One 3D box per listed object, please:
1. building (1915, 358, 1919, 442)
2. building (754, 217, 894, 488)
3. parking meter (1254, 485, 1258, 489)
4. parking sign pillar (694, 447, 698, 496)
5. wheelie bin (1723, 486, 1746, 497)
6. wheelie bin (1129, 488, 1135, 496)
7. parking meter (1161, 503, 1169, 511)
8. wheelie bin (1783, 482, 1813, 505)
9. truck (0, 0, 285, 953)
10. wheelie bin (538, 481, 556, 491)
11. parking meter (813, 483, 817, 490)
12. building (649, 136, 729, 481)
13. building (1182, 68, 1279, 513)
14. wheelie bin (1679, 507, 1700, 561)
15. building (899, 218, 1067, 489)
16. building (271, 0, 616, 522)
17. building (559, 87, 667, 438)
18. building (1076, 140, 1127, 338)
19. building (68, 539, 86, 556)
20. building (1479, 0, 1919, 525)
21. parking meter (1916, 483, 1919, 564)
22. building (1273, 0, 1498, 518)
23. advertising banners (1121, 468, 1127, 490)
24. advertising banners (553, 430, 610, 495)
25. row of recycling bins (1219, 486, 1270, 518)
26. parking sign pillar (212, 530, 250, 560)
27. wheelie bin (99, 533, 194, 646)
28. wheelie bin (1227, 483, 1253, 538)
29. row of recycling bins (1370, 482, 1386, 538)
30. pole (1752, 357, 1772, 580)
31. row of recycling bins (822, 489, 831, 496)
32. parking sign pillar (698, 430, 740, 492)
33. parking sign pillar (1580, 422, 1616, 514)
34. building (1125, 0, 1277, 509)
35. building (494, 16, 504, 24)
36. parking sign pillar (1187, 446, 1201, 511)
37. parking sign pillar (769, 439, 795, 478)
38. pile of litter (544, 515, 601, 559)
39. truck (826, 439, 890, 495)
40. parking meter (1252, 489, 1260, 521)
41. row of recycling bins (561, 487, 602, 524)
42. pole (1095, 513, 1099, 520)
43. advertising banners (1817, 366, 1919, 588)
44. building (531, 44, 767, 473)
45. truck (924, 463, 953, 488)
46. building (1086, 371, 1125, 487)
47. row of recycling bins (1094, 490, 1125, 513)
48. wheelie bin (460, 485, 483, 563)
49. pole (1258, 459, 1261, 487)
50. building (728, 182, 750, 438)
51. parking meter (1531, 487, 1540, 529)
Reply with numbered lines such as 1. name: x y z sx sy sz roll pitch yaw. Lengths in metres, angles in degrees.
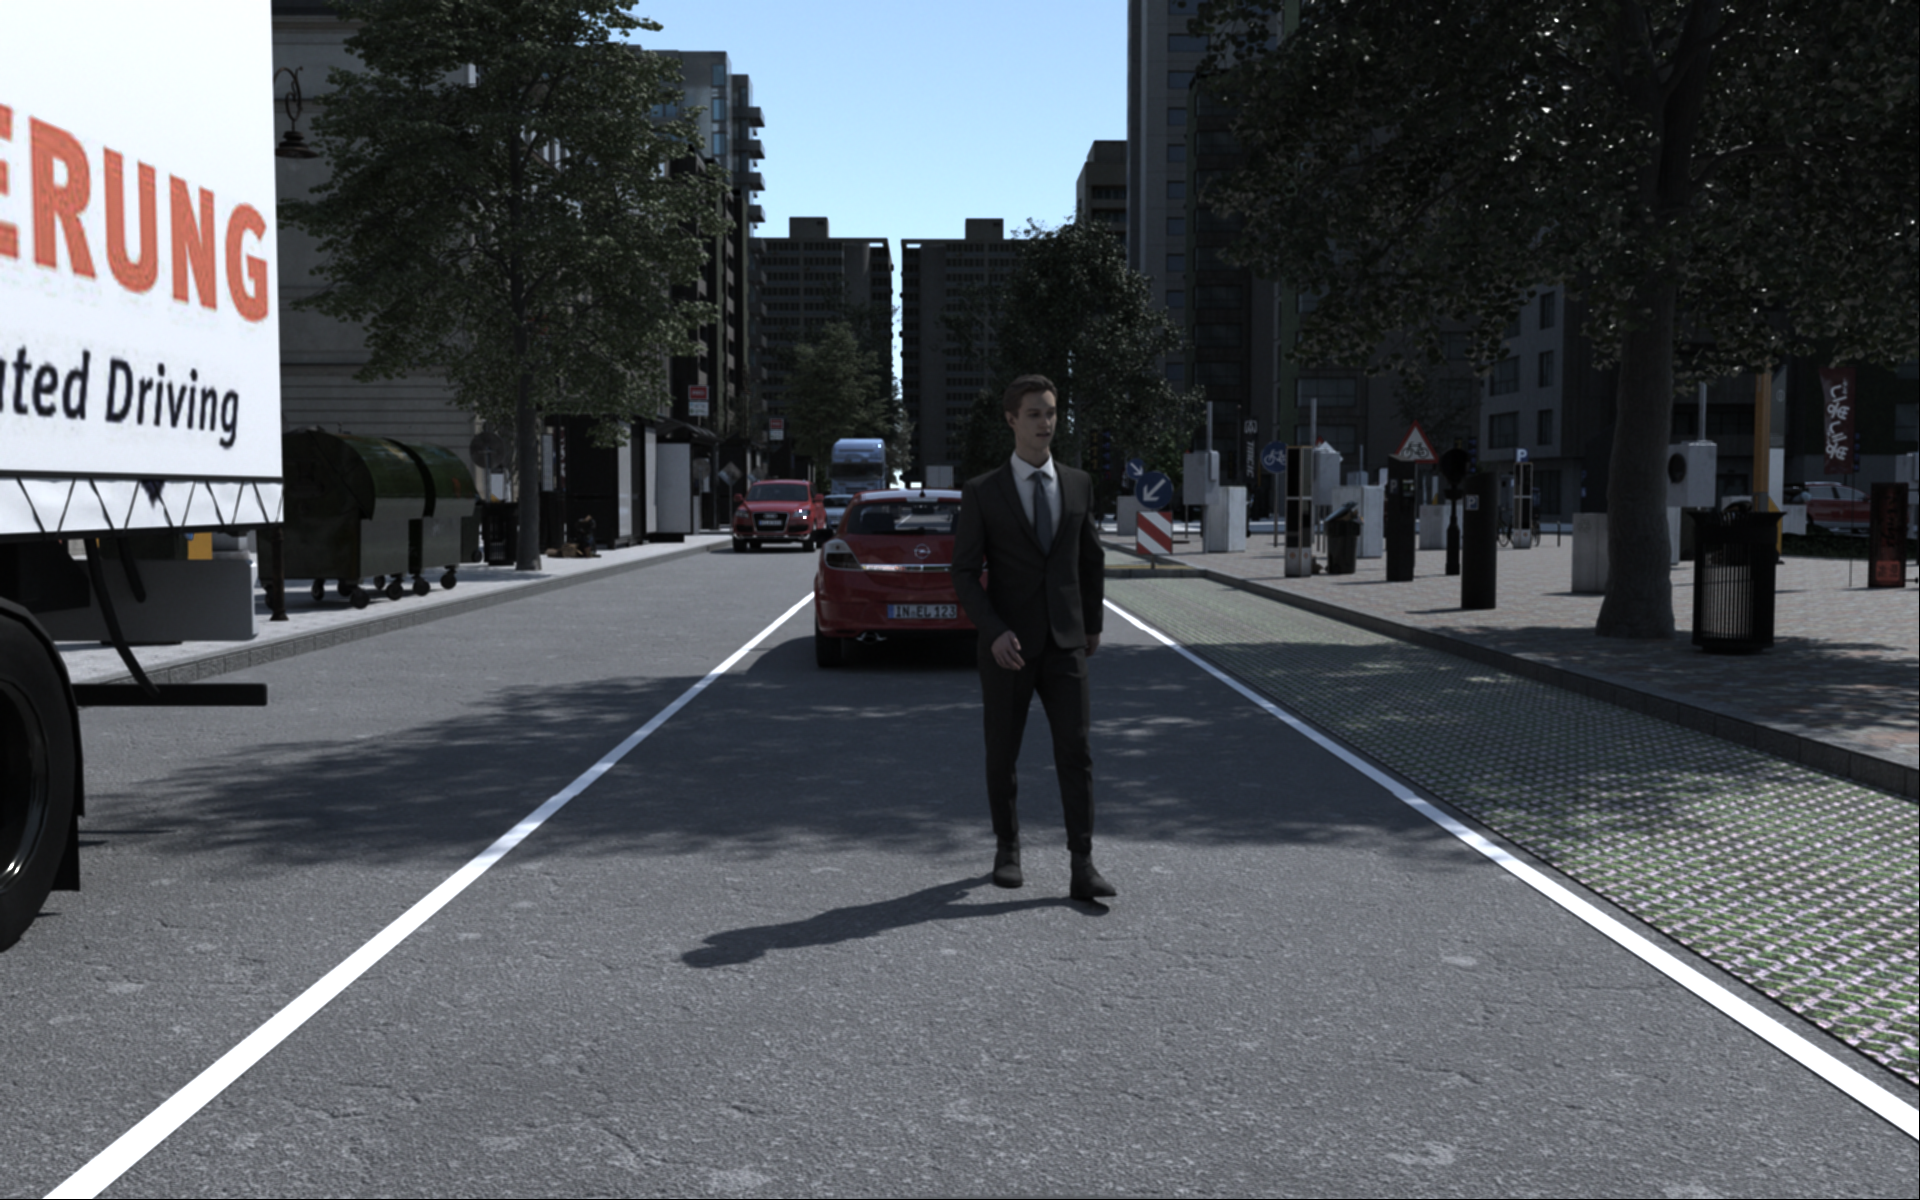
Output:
1. building: 60.933 -30.410 86.437 27.495 52.752 28.713 0 4 -1
2. building: -21.422 -33.867 245.610 23.993 40.220 32.217 0 4 -1
3. parking meter: 18.736 -6.330 109.210 0.399 1.863 0.255 2 4 27
4. parking sign pillar: -14.477 -6.747 98.782 1.447 3.967 1.447 0 4 -7
5. wheelie bin: 30.018 -3.620 67.097 0.693 1.594 0.980 -2 4 -33
6. wheelie bin: 9.264 -5.167 92.388 0.980 1.594 0.693 2 4 34
7. parking meter: 10.647 -4.983 89.884 0.372 1.533 0.369 0 3 0
8. wheelie bin: 21.803 -2.293 45.393 0.980 1.594 0.693 2 4 26
9. truck: -4.076 -0.796 1.936 2.839 4.237 11.283 0 4 -1
10. wheelie bin: -10.442 -2.170 43.385 0.693 1.594 0.980 0 4 1
11. parking meter: -7.673 -5.206 90.834 0.255 1.863 0.399 1 4 19
12. building: -27.300 -22.686 142.624 14.160 30.474 14.107 0 4 -1
13. building: 22.500 -21.390 121.423 14.160 30.474 14.107 0 4 -1
14. wheelie bin: 14.001 -1.571 33.586 0.693 1.594 0.980 2 4 34
15. building: 3.410 -33.943 246.846 23.993 40.220 32.217 0 4 -1
16. building: -27.623 -15.439 85.717 16.112 22.955 30.059 0 4 -1
17. building: -26.374 -17.904 110.747 12.078 24.808 19.932 0 4 -1
18. building: 26.864 -37.707 240.211 21.600 48.544 21.300 0 4 -1
19. building: -26.813 -11.095 36.154 16.860 20.320 10.420 0 4 -1
20. building: 32.268 -18.667 76.910 14.107 30.474 14.160 0 4 -1
21. parking meter: 17.660 -1.415 31.553 0.372 1.533 0.369 0 3 0
22. building: 25.125 -25.412 99.073 14.154 41.232 14.086 0 4 -1
23. advertising banners: 10.094 -7.207 114.029 2.074 3.025 0.090 -1 4 -10
24. advertising banners: -10.104 -3.096 46.807 2.074 3.025 0.090 1 4 21
25. row of recycling bins: 15.065 -5.285 93.524 3.534 1.692 1.069 -1 4 -22
26. parking sign pillar: -14.544 -2.751 33.454 1.447 3.967 1.447 0 4 -1
27. wheelie bin: -7.027 -0.425 14.863 0.980 1.594 0.693 -1 4 -14
28. wheelie bin: 8.134 -2.641 51.095 0.980 1.594 0.693 -1 4 -22
29. row of recycling bins: 12.846 -2.772 52.439 1.069 1.692 3.534 1 4 12
30. pole: 11.940 -1.955 25.811 0.158 3.312 0.155 0 3 0
31. row of recycling bins: -9.446 -6.807 118.409 3.534 1.692 1.069 3 5 45
32. parking sign pillar: -9.920 -5.156 72.771 1.447 3.967 1.447 -2 4 -35
33. parking sign pillar: 22.893 -4.489 61.869 1.447 3.967 1.447 -1 4 -9
34. building: 25.730 -37.658 157.702 21.231 58.520 28.212 0 4 -1
35. building: -73.295 -48.941 238.434 20.611 71.187 20.563 0 4 -1
36. parking sign pillar: 12.458 -6.288 91.288 1.447 3.967 1.447 -1 4 -11
37. parking sign pillar: -8.806 -5.952 85.793 1.447 3.967 1.447 2 4 34
38. pile of litter: -7.858 -1.299 35.198 1.176 0.858 1.719 0 4 -3
39. truck: -4.714 -6.133 90.031 2.967 4.110 18.799 0 4 1
40. parking meter: 14.092 -4.533 82.532 0.372 1.533 0.369 0 3 0
41. row of recycling bins: -16.793 -4.201 75.798 3.534 1.692 1.069 -1 4 -21
42. pole: 6.731 -5.584 85.134 0.158 3.312 0.155 0 3 0
43. advertising banners: 12.736 -1.680 23.656 2.074 3.025 0.090 0 4 4
44. building: -36.740 -34.756 187.874 30.456 49.044 23.786 0 4 -1
45. truck: -1.991 -10.621 162.574 2.839 4.237 11.283 0 4 -1
46. building: 28.113 -20.938 187.368 27.650 21.520 28.899 0 4 -1
47. row of recycling bins: 9.613 -6.684 116.396 3.534 1.692 1.069 -2 4 -31
48. wheelie bin: -9.321 -1.489 32.255 0.980 1.594 0.693 2 4 28
49. pole: 17.278 -6.489 99.944 0.158 3.312 0.155 0 3 0
50. building: -26.860 -23.548 156.713 14.160 30.474 14.107 0 4 -1
51. parking meter: 21.276 -3.406 64.100 0.372 1.533 0.369 0 3 0
